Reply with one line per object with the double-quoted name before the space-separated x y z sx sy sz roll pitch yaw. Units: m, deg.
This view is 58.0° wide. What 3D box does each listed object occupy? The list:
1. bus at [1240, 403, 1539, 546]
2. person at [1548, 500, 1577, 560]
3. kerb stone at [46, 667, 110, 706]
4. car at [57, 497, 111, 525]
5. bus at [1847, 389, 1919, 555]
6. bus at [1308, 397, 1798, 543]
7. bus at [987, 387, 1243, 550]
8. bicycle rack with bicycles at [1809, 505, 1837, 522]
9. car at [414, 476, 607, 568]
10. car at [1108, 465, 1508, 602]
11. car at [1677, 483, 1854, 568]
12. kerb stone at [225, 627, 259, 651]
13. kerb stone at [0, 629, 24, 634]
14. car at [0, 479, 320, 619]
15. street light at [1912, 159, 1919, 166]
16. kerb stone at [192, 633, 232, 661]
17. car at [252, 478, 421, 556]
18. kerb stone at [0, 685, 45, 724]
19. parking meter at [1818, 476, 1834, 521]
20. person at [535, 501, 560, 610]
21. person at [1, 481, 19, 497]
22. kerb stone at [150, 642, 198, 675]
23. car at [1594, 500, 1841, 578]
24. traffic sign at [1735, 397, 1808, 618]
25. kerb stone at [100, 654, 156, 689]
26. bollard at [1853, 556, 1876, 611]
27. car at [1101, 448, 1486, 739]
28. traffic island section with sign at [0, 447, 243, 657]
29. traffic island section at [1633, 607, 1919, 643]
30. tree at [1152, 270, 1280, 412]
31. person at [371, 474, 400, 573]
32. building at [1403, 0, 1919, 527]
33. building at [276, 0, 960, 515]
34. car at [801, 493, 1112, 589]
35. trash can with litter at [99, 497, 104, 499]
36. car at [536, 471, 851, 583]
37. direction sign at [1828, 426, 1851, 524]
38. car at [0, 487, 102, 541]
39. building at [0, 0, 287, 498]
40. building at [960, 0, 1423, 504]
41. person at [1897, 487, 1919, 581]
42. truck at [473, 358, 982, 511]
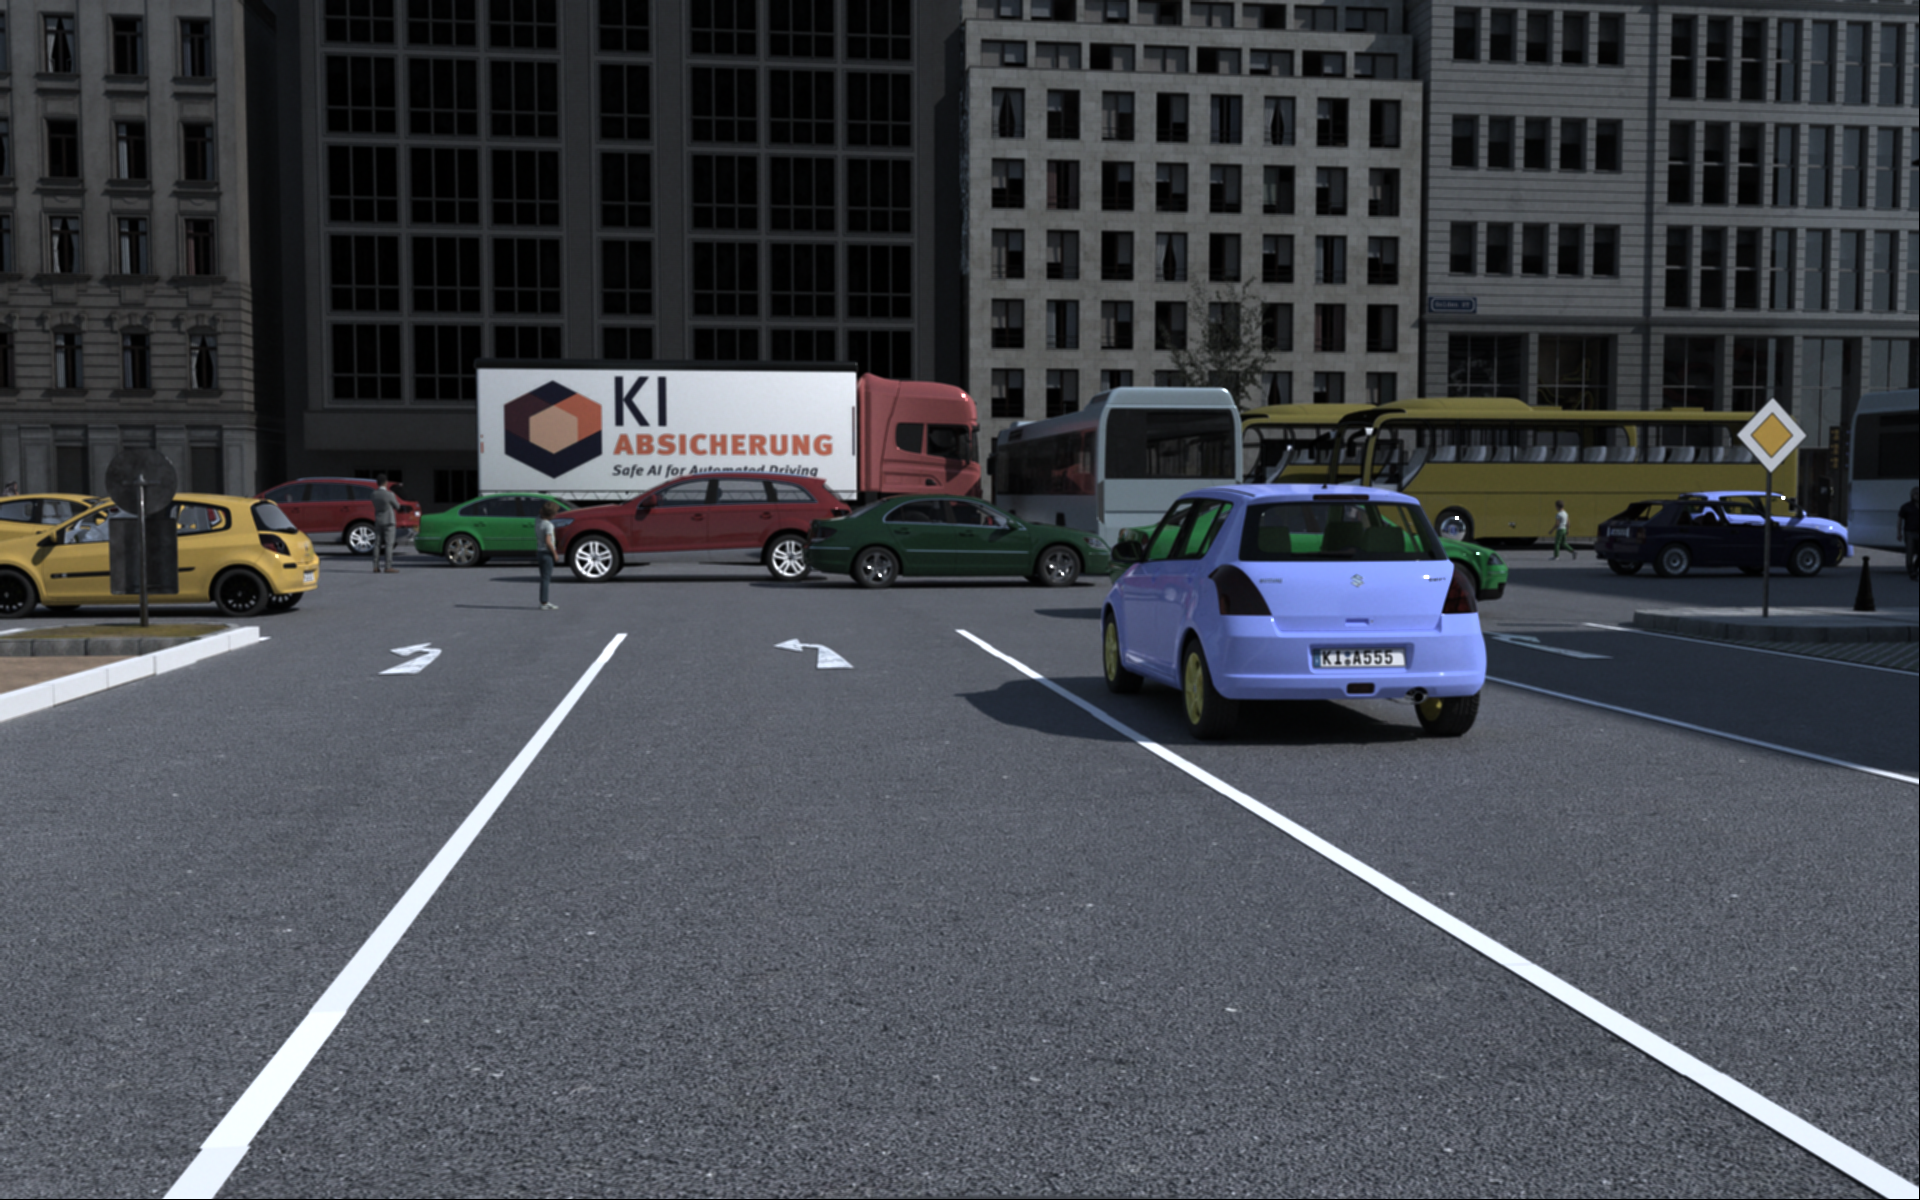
"bus" 12.487 -3.457 48.068 12.252 3.916 2.896 -1 4 -9
"person" 13.068 -1.515 37.523 0.590 1.304 0.306 2 4 31
"kerb stone" -6.237 0.613 12.175 0.120 0.150 1.000 0 4 -8
"car" -11.794 -0.909 25.078 2.015 1.641 3.980 0 4 -6
"bus" 23.202 -2.249 31.634 13.247 3.499 2.948 0 4 -7
"bus" 15.417 -3.273 45.057 12.252 3.916 2.896 -1 4 -8
"bus" 2.797 -2.541 36.406 2.948 3.499 13.247 0 4 -7
"bicycle rack with bicycles" 27.533 -2.705 57.607 2.925 0.926 2.852 -1 4 -23
"car" -8.406 -1.574 34.536 4.718 1.807 1.959 0 4 -6
"car" 4.157 -0.721 20.586 4.718 1.807 1.959 0 4 -8
"car" 15.939 -1.536 34.700 3.694 1.707 1.945 0 4 -7
"kerb stone" -6.776 0.363 16.260 0.120 0.150 1.000 0 4 -8
"kerb stone" -8.858 0.379 16.006 0.120 0.150 1.000 0 4 -8
"car" -9.808 -0.641 20.701 3.980 1.641 2.015 0 4 -6
"street light" 10.472 -2.754 17.817 0.468 5.910 1.993 0 4 -8
"kerb stone" -6.639 0.426 15.237 0.120 0.150 1.000 0 4 -8
"car" -15.384 -1.966 40.811 5.304 1.827 2.281 0 4 -6
"kerb stone" -6.096 0.675 11.152 0.120 0.150 1.000 0 4 -8
"parking meter" 27.732 -3.044 55.476 0.255 1.863 0.399 -3 4 -38
"person" -5.136 -0.560 21.565 0.435 1.345 0.340 3 4 38
"person" -22.587 -1.964 41.276 0.621 1.740 0.551 -2 4 -31
"kerb stone" -6.495 0.488 14.220 0.120 0.150 1.000 0 4 -8
"car" 13.294 -1.091 30.415 3.894 1.354 1.945 -1 4 -9
"traffic sign" 8.369 -0.875 17.943 0.795 2.450 0.064 0 4 -8
"kerb stone" -6.376 0.550 13.197 0.120 0.150 1.000 0 4 -8
"bollard" 9.937 -0.182 19.012 0.229 0.601 0.229 0 3 0
"car" 2.033 -0.116 11.490 1.945 1.707 3.694 0 4 -7
"traffic island section with sign" -7.818 -0.489 16.129 2.006 1.907 1.989 0 4 -8
"traffic island section" 8.391 0.260 18.023 2.009 0.180 2.903 0 4 -8
"tree" 8.407 -6.476 56.239 4.360 8.622 3.978 0 3 0
"person" -10.494 -1.407 31.680 0.511 1.800 0.466 0 4 5
"building" 31.174 -17.946 70.905 29.804 29.767 11.434 0 4 -8
"building" -12.493 -16.719 66.857 24.014 27.812 14.314 0 4 -8
"car" -0.030 -0.939 27.152 4.920 1.459 2.131 -1 4 -8
"trash can with litter" -40.579 -4.237 80.667 1.055 1.170 0.624 0 4 3
"car" -4.372 -1.241 28.965 5.304 1.827 2.281 0 4 -7
"direction sign" 29.441 -4.030 57.884 0.876 3.537 0.379 0 4 -5
"car" -15.363 -1.232 30.366 3.980 1.641 2.015 0 4 -8
"building" -33.708 -13.009 61.848 18.267 20.994 9.793 0 4 -8
"building" 7.995 -13.045 68.035 16.860 20.320 10.420 0 4 -8
"person" 15.834 -1.095 28.605 0.569 1.553 0.471 3 5 42
"truck" -4.547 -2.974 37.533 11.283 4.237 2.839 0 4 -7
